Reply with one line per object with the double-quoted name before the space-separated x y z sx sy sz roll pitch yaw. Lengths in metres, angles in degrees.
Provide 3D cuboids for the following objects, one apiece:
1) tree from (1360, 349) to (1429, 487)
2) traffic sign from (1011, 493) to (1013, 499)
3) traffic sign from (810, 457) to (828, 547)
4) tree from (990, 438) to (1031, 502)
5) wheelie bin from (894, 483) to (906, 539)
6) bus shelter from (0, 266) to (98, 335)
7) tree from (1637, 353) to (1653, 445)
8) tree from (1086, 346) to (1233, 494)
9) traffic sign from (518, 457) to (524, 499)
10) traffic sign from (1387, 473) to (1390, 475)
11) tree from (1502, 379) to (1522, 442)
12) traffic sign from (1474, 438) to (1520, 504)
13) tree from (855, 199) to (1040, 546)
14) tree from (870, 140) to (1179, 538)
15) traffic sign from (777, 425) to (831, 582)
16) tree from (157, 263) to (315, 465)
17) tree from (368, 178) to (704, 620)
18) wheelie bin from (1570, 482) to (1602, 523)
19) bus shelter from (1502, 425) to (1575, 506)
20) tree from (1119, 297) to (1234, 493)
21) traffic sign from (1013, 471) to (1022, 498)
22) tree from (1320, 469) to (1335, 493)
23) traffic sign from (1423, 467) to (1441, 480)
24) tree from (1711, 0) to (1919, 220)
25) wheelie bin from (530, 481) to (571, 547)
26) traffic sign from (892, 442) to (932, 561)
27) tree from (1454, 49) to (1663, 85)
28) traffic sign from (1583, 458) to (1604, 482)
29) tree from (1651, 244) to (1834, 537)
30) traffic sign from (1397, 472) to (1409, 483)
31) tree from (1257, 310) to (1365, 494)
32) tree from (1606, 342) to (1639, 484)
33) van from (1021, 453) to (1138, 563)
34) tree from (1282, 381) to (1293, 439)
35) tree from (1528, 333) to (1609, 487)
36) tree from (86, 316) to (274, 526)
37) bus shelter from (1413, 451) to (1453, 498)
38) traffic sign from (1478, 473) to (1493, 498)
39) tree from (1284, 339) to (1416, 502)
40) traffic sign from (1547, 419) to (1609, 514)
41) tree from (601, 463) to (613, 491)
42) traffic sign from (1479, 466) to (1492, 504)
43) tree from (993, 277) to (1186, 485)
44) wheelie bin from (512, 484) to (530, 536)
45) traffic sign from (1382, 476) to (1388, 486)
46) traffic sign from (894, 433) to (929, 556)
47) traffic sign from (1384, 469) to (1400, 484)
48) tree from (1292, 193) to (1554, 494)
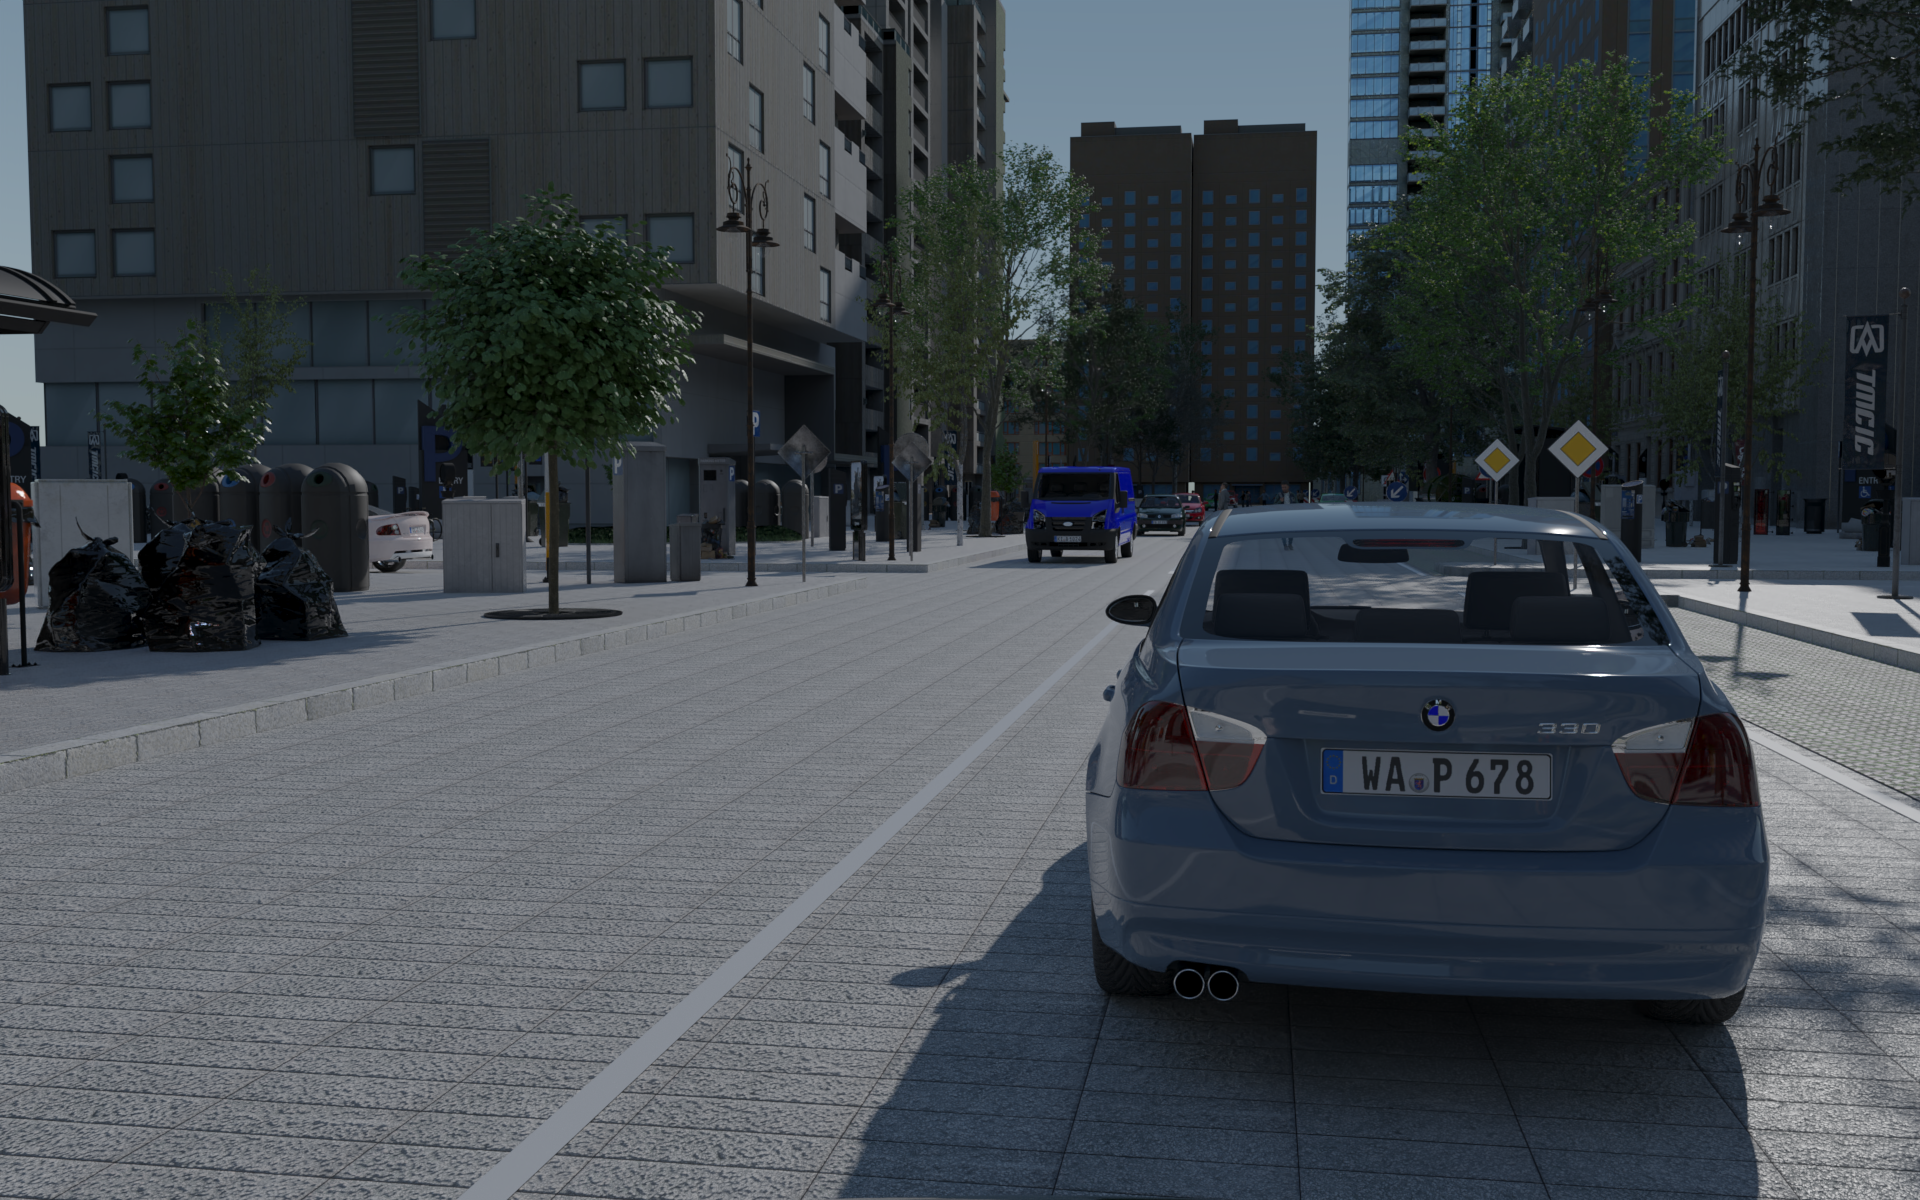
"tree" 21.996 -8.349 86.872 4.737 8.622 4.395 0 3 0
"traffic sign" 2.516 -5.117 83.767 0.768 2.556 0.104 1 4 10
"traffic sign" -3.606 -2.576 42.217 0.768 2.556 0.104 1 4 14
"tree" 1.676 -3.977 59.628 1.663 3.219 1.824 0 3 0
"wheelie bin" -1.612 -2.522 49.142 0.980 1.594 0.693 -3 4 -37
"bus shelter" -9.065 -1.153 12.781 2.014 3.302 5.546 1 4 10
"tree" 26.417 -6.731 60.421 4.737 8.622 4.395 0 3 0
"tree" 15.449 -13.912 137.823 12.009 13.543 11.850 0 3 0
"traffic sign" -6.487 -1.557 25.570 0.768 2.556 0.104 1 4 15
"traffic sign" 26.136 -6.412 104.948 0.768 2.556 0.104 1 4 15
"tree" 32.352 -8.998 97.485 4.737 8.622 4.395 0 3 0
"traffic sign" 9.666 -1.688 31.235 0.795 2.450 0.064 1 4 10
"tree" -0.240 -5.651 42.756 4.737 8.622 4.395 0 3 0
"tree" 0.917 -7.661 51.009 9.928 11.665 9.643 0 3 0
"traffic sign" -2.271 -1.318 25.194 0.795 2.450 0.064 1 4 10
"tree" -22.571 -6.372 54.537 4.737 8.622 4.395 0 3 0
"tree" -4.374 -2.106 18.152 4.285 4.588 4.351 0 3 0
"wheelie bin" 16.117 -2.241 44.542 0.980 1.594 0.693 -3 5 -42
"bus shelter" 20.391 -4.267 61.053 1.731 3.624 6.357 1 4 10
"tree" 20.411 -19.187 169.593 12.611 20.169 13.585 0 3 0
"traffic sign" 2.565 -5.035 82.430 0.768 2.556 0.104 1 4 19
"tree" 35.608 -13.229 166.659 4.360 8.622 3.978 0 3 0
"traffic sign" 21.155 -4.744 77.674 0.768 2.556 0.104 1 4 14
"tree" 9.171 -4.765 12.326 7.601 10.594 8.767 1 4 20
"wheelie bin" -9.887 -2.099 42.229 0.693 1.594 0.980 -3 4 -37
"traffic sign" -0.921 -1.800 33.065 0.795 2.450 0.064 1 4 10
"tree" 13.436 -6.993 40.088 9.928 11.665 9.643 0 3 0
"traffic sign" 19.868 -3.333 54.598 0.768 2.556 0.104 1 4 13
"tree" 23.015 -6.141 50.769 4.737 8.622 4.395 0 3 0
"traffic sign" 24.954 -5.980 97.877 0.768 2.556 0.104 1 4 17
"tree" 37.029 -19.725 178.386 12.611 20.169 13.585 0 3 0
"tree" 28.881 -7.239 68.724 4.737 8.622 4.395 0 3 0
"van" 2.684 -2.040 37.744 2.240 2.365 5.245 1 4 11
"tree" 31.732 -14.505 143.818 9.857 13.997 8.962 0 3 0
"tree" 28.326 -7.842 78.582 4.737 8.622 4.395 0 3 0
"tree" -8.306 -1.488 18.936 1.663 3.219 1.824 0 3 0
"bus shelter" 25.850 -6.336 94.873 1.731 3.624 6.357 1 4 10
"traffic sign" 19.954 -4.010 65.567 0.884 2.594 0.081 1 4 13
"tree" 28.576 -12.718 124.945 9.611 12.733 9.660 0 3 0
"traffic sign" 8.316 -1.206 23.364 0.795 2.450 0.064 1 4 10
"tree" -11.560 -3.960 59.348 1.663 3.219 1.824 0 3 0
"traffic sign" 16.949 -3.377 55.316 0.768 2.556 0.104 1 4 18
"tree" 4.869 -8.325 70.532 8.767 10.594 7.601 2 4 25
"wheelie bin" -13.171 -2.729 52.524 0.980 1.594 0.693 1 4 14
"traffic sign" 23.388 -5.675 94.923 0.606 2.300 0.079 1 4 14
"traffic sign" -1.020 -2.191 35.922 0.768 2.556 0.104 1 4 11
"traffic sign" 22.862 -5.604 91.623 0.884 2.594 0.081 1 4 13
"tree" 19.383 -10.067 71.258 9.857 13.997 8.962 0 3 0
